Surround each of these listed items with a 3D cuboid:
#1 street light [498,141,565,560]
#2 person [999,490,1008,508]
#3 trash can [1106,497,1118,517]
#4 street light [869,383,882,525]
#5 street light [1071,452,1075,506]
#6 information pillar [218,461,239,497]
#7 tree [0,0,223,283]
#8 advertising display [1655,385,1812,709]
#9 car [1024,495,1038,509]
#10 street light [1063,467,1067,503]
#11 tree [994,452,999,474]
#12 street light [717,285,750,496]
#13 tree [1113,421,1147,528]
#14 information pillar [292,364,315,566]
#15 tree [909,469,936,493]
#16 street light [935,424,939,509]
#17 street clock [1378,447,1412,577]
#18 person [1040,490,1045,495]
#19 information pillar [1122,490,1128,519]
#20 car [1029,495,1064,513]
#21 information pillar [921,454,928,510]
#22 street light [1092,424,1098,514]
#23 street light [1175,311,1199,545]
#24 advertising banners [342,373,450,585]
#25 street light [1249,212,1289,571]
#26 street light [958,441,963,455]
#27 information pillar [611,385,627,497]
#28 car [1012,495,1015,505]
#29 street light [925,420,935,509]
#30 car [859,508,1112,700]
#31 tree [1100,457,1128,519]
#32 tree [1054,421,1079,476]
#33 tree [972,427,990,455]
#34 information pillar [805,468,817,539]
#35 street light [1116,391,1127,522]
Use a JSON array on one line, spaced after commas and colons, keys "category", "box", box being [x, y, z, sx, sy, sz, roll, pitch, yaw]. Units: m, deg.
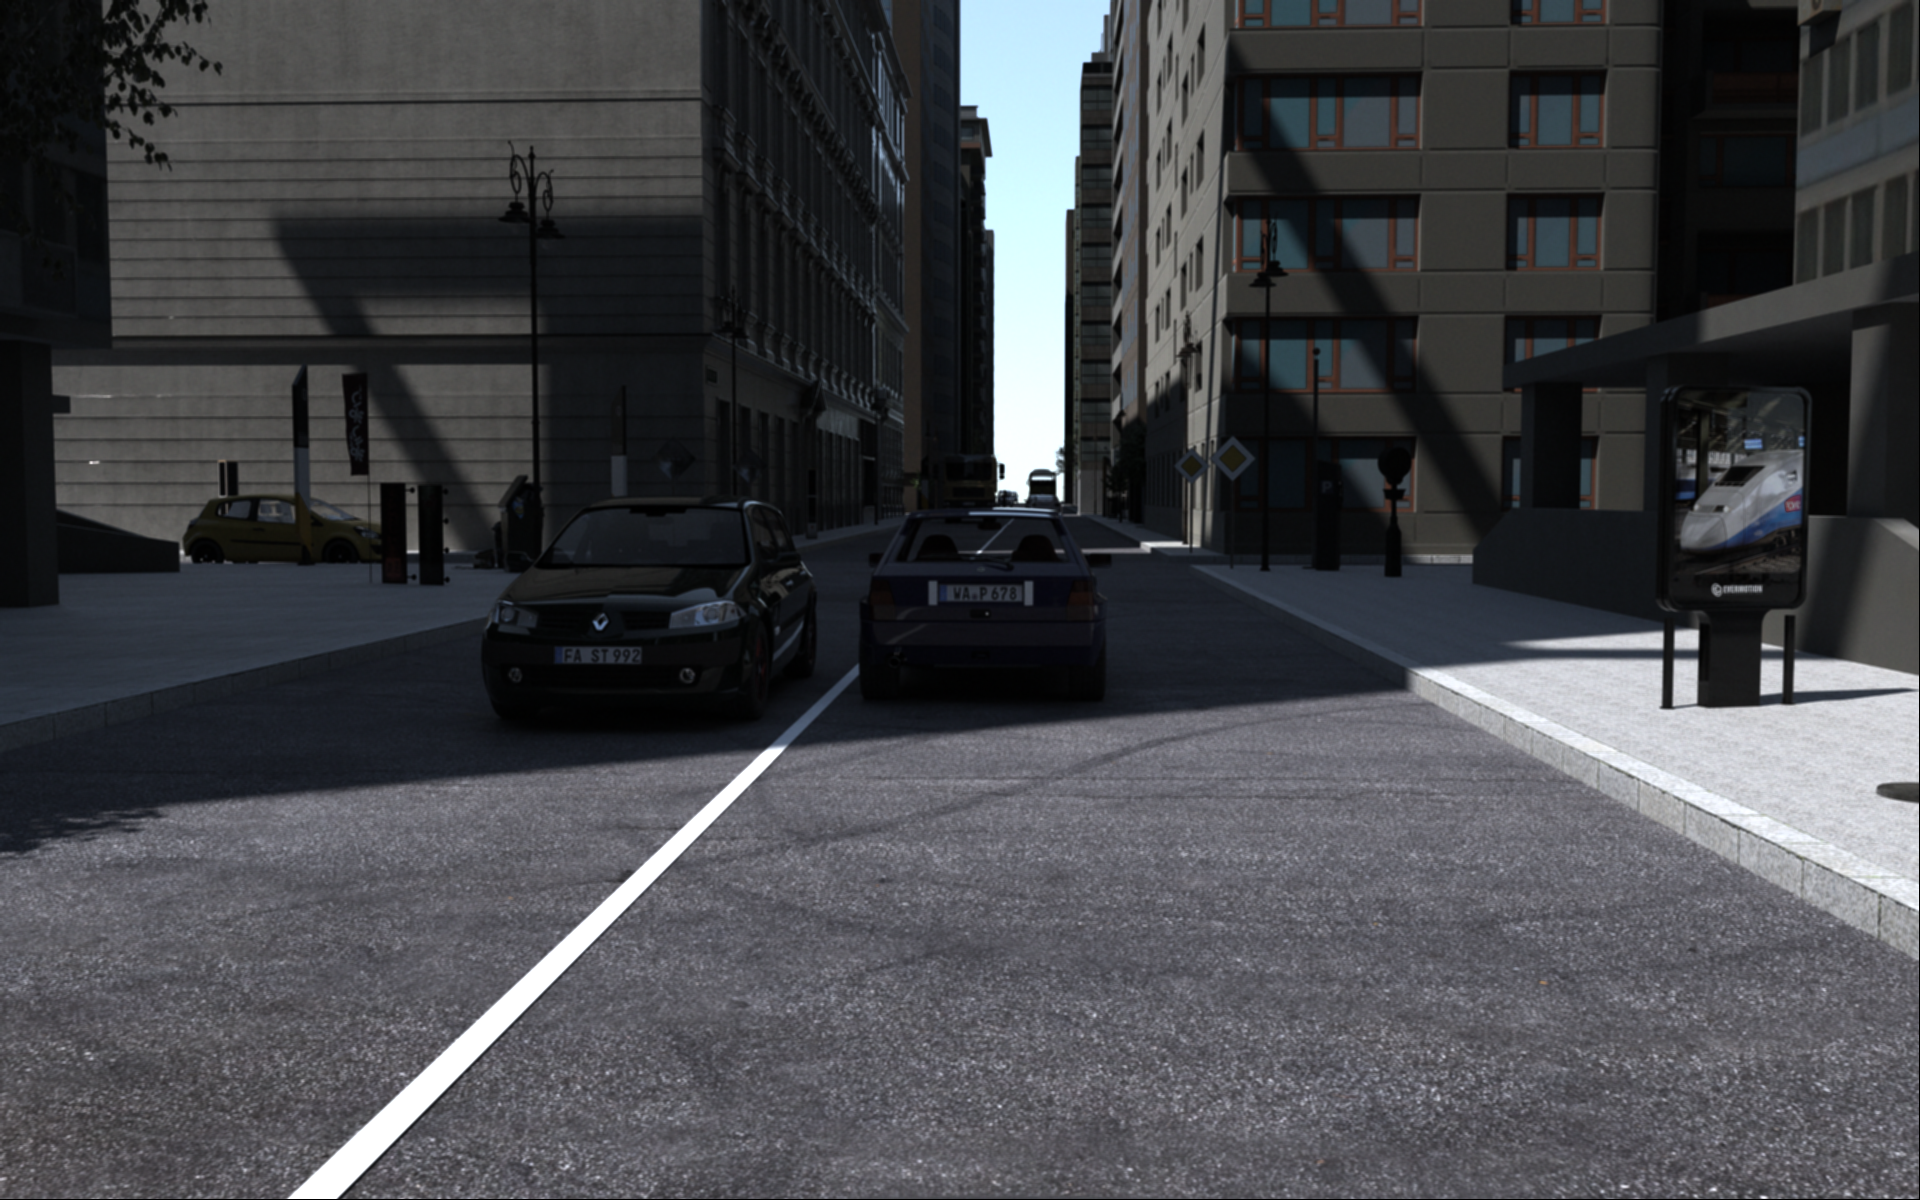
[{"category": "street light", "box": [-5.684, -3.081, 23.159, 0.468, 5.910, 1.993, 0, 4, 3]}, {"category": "person", "box": [3.284, -7.418, 130.503, 0.721, 1.743, 1.217, -2, 4, -32]}, {"category": "trash can", "box": [8.368, -5.103, 95.090, 0.748, 1.137, 0.748, 0, 3, 0]}, {"category": "street light", "box": [-3.505, -6.082, 72.223, 0.468, 5.910, 1.993, 0, 4, 3]}, {"category": "street light", "box": [13.152, -14.161, 204.317, 0.468, 5.910, 1.993, 0, 4, 3]}, {"category": "information pillar", "box": [-16.076, -2.056, 38.108, 0.304, 2.012, 0.304, 2, 4, 35]}, {"category": "tree", "box": [-6.835, -3.741, 11.521, 4.360, 8.622, 3.978, 0, 3, 0]}, {"category": "advertising display", "box": [4.645, -0.318, 10.411, 0.974, 1.923, 0.123, -1, 4, -15]}, {"category": "car", "box": [6.041, -7.555, 135.892, 2.083, 1.381, 4.827, 0, 4, 1]}, {"category": "street light", "box": [16.170, -18.289, 271.815, 0.468, 5.910, 1.993, 0, 4, 3]}, {"category": "tree", "box": [4.308, -19.724, 272.845, 4.360, 8.622, 3.978, 0, 3, 0]}, {"category": "street light", "box": [-5.014, -4.018, 38.478, 0.468, 5.910, 1.993, 0, 4, 3]}, {"category": "tree", "box": [7.581, -5.076, 66.711, 4.285, 4.588, 4.351, 0, 3, 0]}, {"category": "information pillar", "box": [-11.794, -2.428, 31.045, 0.183, 3.616, 0.504, 0, 4, 3]}, {"category": "tree", "box": [-2.188, -7.153, 111.546, 1.663, 3.219, 1.824, 0, 3, 0]}, {"category": "street light", "box": [-1.565, -8.699, 115.018, 0.468, 5.910, 1.993, 0, 4, 3]}, {"category": "street clock", "box": [6.723, -1.362, 26.831, 0.471, 2.002, 0.358, -1, 4, -20]}, {"category": "person", "box": [6.330, -7.521, 132.413, 0.756, 1.711, 0.436, 2, 4, 30]}, {"category": "information pillar", "box": [8.656, -5.259, 90.471, 0.304, 2.012, 0.304, -3, 4, -38]}, {"category": "car", "box": [5.098, -5.499, 102.268, 2.083, 1.381, 4.827, 0, 4, 5]}, {"category": "information pillar", "box": [-2.037, -6.670, 100.404, 0.504, 3.616, 0.183, -3, 5, -39]}, {"category": "street light", "box": [9.229, -9.019, 120.247, 0.468, 5.910, 1.993, 0, 4, 3]}, {"category": "street light", "box": [5.731, -4.346, 43.842, 0.468, 5.910, 1.993, 0, 4, 3]}, {"category": "advertising banners", "box": [-8.090, -1.747, 24.751, 2.074, 3.025, 0.090, 2, 4, 30]}, {"category": "street light", "box": [5.093, -3.422, 28.737, 0.468, 5.910, 1.993, 0, 4, 3]}, {"category": "street light", "box": [0.104, -10.763, 148.756, 0.468, 5.910, 1.993, 0, 4, 3]}, {"category": "information pillar", "box": [-7.350, -2.815, 37.380, 0.183, 3.616, 0.504, -3, 5, -44]}, {"category": "car", "box": [6.339, -13.360, 230.445, 2.014, 1.417, 4.499, 0, 4, 1]}, {"category": "street light", "box": [-1.965, -8.181, 106.552, 0.468, 5.910, 1.993, 0, 4, 3]}, {"category": "car", "box": [0.219, -0.050, 13.404, 1.945, 1.354, 3.894, 0, 4, 2]}, {"category": "tree", "box": [7.937, -5.763, 88.826, 1.663, 3.219, 1.824, 0, 3, 0]}, {"category": "tree", "box": [13.970, -16.091, 197.502, 7.601, 10.594, 8.767, 3, 5, 41]}, {"category": "tree", "box": [1.333, -14.715, 190.955, 4.737, 8.622, 4.395, 0, 3, 0]}, {"category": "information pillar", "box": [-4.246, -2.752, 49.481, 0.304, 2.012, 0.304, -1, 4, -13]}, {"category": "street light", "box": [7.257, -6.438, 78.055, 0.468, 5.910, 1.993, 0, 4, 3]}]
